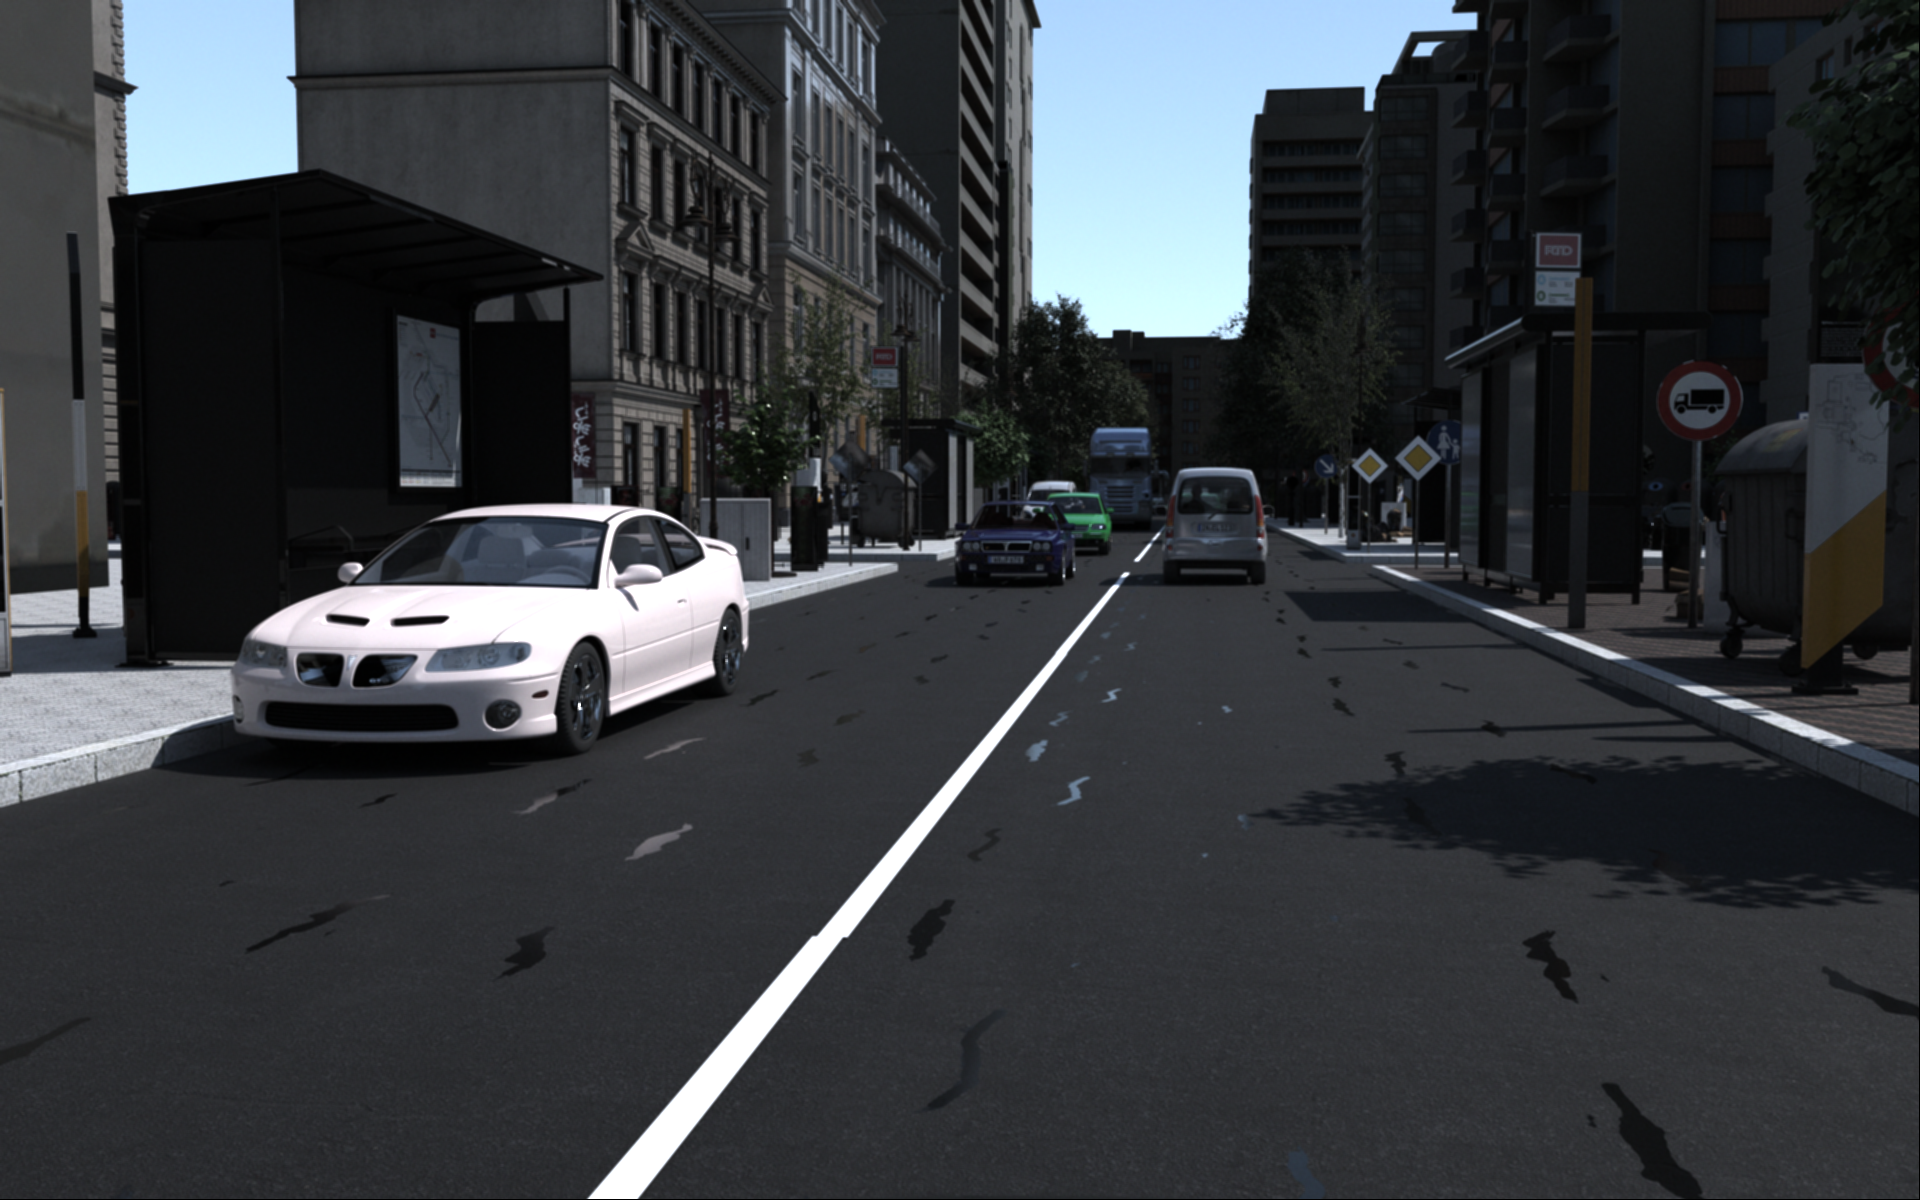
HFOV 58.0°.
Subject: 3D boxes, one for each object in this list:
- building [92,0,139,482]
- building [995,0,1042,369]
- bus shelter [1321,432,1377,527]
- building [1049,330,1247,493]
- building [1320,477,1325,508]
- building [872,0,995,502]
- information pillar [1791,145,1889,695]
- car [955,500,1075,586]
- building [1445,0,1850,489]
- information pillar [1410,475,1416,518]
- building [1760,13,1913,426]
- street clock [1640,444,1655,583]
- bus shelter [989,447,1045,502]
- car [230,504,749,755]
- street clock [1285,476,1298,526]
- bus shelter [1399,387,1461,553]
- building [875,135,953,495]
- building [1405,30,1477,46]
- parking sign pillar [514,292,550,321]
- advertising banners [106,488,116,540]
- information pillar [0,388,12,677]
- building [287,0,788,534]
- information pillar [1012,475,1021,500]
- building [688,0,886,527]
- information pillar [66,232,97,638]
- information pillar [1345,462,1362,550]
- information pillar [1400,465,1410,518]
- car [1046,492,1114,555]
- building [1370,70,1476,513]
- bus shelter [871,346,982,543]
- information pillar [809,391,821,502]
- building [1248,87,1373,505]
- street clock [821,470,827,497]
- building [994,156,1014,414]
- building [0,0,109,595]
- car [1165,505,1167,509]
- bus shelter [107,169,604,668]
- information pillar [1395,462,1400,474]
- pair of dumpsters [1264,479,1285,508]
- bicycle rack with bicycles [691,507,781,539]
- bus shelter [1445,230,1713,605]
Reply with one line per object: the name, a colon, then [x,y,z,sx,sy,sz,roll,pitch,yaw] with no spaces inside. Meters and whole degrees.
building: [-38.479,-13.893,56.033,19.941,23.489,11.050,0,4,8]
building: [-7.047,-35.464,169.072,27.495,52.752,28.713,0,4,8]
bus shelter: [15.310,-4.713,68.348,1.731,3.624,6.357,0,4,7]
building: [21.399,-22.847,218.587,28.899,21.520,27.650,0,4,8]
building: [50.935,-28.835,163.326,32.217,40.220,23.993,0,4,8]
building: [-9.224,-30.770,126.796,21.300,48.544,21.600,0,4,8]
information pillar: [5.648,-1.204,11.038,0.504,3.616,0.183,0,4,0]
car: [0.949,-0.970,28.441,1.945,1.354,3.894,0,4,7]
building: [36.305,-26.321,84.980,22.147,44.769,28.867,0,4,8]
information pillar: [18.896,-4.900,71.469,0.183,3.616,0.504,-1,4,-12]
building: [45.245,-12.842,55.004,28.899,21.520,27.650,0,4,8]
street clock: [9.787,-1.256,25.098,0.471,2.002,0.358,-1,4,-19]
bus shelter: [2.251,-4.722,71.136,2.014,3.302,5.546,0,4,8]
car: [-2.736,0.076,11.127,2.083,1.381,4.827,1,4,9]
street clock: [13.384,-3.995,69.890,0.471,2.002,0.358,-1,4,-22]
bus shelter: [11.615,-3.041,40.997,1.731,3.624,6.357,0,4,8]
building: [-8.603,-15.772,99.667,13.314,21.916,24.055,0,4,8]
building: [47.331,-27.386,139.645,32.217,40.220,23.993,0,4,8]
parking sign pillar: [-5.055,-1.935,20.112,1.447,3.967,1.447,-2,4,-29]
advertising banners: [-23.772,-3.183,48.232,2.074,3.025,0.090,0,4,2]
information pillar: [-6.857,-0.466,12.107,0.304,2.012,0.304,-3,5,-41]
building: [-13.025,-11.787,57.351,10.561,19.102,19.286,0,4,8]
information pillar: [2.089,-3.727,65.421,0.304,2.012,0.304,2,4,28]
building: [-11.536,-17.786,76.697,13.634,28.700,20.117,0,4,8]
information pillar: [-7.838,-1.471,15.405,0.183,3.616,0.504,-2,4,-29]
information pillar: [9.084,-2.164,39.881,0.304,2.012,0.304,1,4,21]
information pillar: [24.405,-6.307,94.471,0.504,3.616,0.183,1,4,19]
car: [2.774,-2.039,42.128,1.959,1.807,4.718,0,4,6]
building: [35.905,-21.427,122.033,14.160,30.474,14.107,0,4,8]
bus shelter: [-0.993,-4.401,49.595,2.179,5.291,8.768,0,4,8]
information pillar: [-3.330,-2.958,39.722,0.183,3.616,0.504,1,4,17]
building: [45.843,-35.862,210.053,21.600,48.544,21.300,0,4,8]
street clock: [-4.161,-2.841,51.023,0.471,2.002,0.358,2,4,25]
building: [-3.166,-22.811,144.667,14.160,30.474,14.107,0,4,8]
building: [-23.634,-23.836,13.426,21.600,48.544,21.300,0,4,8]
car: [7.079,-2.635,51.878,1.959,1.807,4.718,0,4,8]
bus shelter: [-5.069,-1.496,15.741,1.731,3.624,6.357,0,4,7]
information pillar: [28.001,-7.292,110.581,0.504,3.616,0.183,2,4,33]
pair of dumpsters: [20.084,-6.545,109.503,1.574,2.255,4.437,0,4,8]
bicycle rack with bicycles: [-6.617,-2.217,49.631,2.852,0.926,2.925,3,5,39]
bus shelter: [8.115,-2.849,24.209,2.179,5.291,8.768,0,4,7]
